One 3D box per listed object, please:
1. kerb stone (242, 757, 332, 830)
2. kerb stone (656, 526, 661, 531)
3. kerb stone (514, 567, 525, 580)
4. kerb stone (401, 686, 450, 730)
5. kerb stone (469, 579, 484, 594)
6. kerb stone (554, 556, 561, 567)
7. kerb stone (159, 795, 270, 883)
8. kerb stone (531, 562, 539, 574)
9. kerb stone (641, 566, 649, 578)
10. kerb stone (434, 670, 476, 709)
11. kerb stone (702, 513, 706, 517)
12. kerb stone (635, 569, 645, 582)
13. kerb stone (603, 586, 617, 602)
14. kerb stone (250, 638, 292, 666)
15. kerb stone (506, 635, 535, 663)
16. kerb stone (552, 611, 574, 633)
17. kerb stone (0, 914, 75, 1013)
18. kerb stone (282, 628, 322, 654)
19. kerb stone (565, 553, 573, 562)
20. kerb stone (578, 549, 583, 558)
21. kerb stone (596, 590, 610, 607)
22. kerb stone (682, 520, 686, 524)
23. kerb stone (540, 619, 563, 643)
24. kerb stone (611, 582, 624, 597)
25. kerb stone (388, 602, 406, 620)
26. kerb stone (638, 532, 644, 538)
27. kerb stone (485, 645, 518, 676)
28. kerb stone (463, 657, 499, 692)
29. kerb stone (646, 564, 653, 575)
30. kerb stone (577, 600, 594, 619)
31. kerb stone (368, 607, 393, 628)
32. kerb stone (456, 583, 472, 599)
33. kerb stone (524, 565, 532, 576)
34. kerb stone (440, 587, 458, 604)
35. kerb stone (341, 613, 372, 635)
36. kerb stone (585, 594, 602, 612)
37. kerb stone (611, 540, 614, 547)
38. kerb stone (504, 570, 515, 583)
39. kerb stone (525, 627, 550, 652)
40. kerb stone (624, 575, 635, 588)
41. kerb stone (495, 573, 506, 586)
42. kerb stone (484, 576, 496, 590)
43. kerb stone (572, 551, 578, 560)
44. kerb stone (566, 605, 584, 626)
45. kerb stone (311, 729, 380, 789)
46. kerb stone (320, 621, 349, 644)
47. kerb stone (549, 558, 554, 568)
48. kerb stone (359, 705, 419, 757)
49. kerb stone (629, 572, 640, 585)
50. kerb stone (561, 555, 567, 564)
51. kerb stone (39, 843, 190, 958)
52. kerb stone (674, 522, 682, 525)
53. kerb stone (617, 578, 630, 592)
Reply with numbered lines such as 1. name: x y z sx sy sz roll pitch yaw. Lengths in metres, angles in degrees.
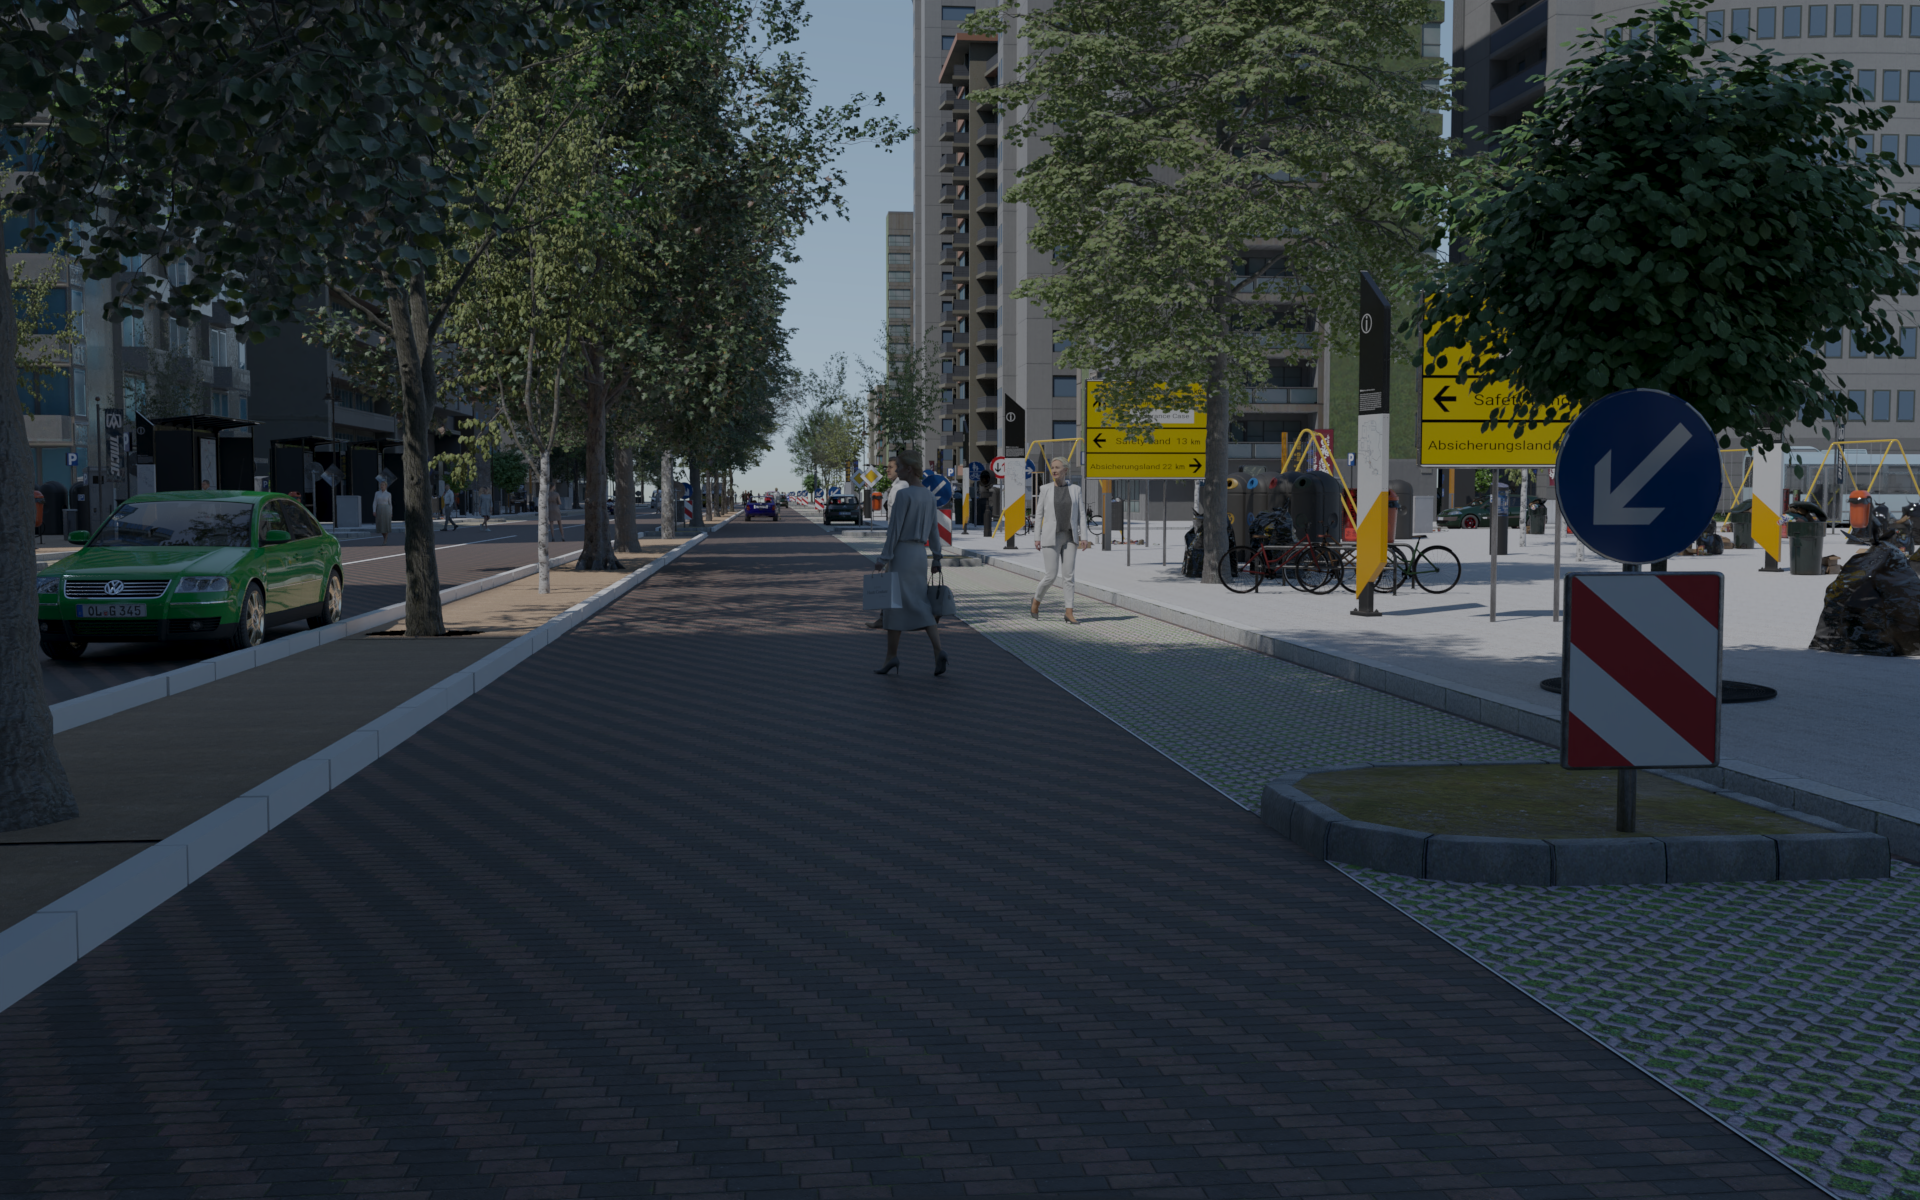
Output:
1. kerb stone: -3.054 0.877 7.862 0.120 0.150 1.000 0 4 -6
2. kerb stone: -11.783 -2.815 68.270 0.120 0.150 1.000 0 4 -6
3. kerb stone: -7.468 -0.417 29.012 0.120 0.150 1.000 0 4 -6
4. kerb stone: -3.388 0.690 10.913 0.120 0.150 1.000 0 4 -6
5. kerb stone: -7.037 -0.167 24.921 0.120 0.150 1.000 0 4 -6
6. kerb stone: -8.030 -0.729 34.115 0.120 0.150 1.000 0 4 -6
7. kerb stone: -2.944 0.942 6.842 0.120 0.150 1.000 0 4 -6
8. kerb stone: -7.705 -0.542 31.053 0.120 0.150 1.000 0 4 -6
9. kerb stone: -5.389 -0.431 29.241 0.120 0.150 1.000 0 4 -6
10. kerb stone: -3.501 0.628 11.929 0.120 0.150 1.000 0 4 -6
11. kerb stone: -16.900 -5.685 115.147 0.120 0.150 1.000 0 4 -6
12. kerb stone: -5.269 -0.368 28.214 0.120 0.150 1.000 0 4 -6
13. kerb stone: -4.721 -0.057 23.127 0.120 0.150 1.000 0 4 -6
14. kerb stone: -5.912 0.458 14.749 0.120 0.150 1.000 0 4 -6
15. kerb stone: -3.833 0.441 14.984 0.120 0.150 1.000 0 4 -6
16. kerb stone: -4.168 0.254 18.039 0.120 0.150 1.000 0 4 -6
17. kerb stone: -2.715 1.063 4.808 0.120 0.150 1.000 0 4 -6
18. kerb stone: -6.030 0.393 15.774 0.120 0.150 1.000 0 4 -6
19. kerb stone: -8.252 -0.852 36.164 0.120 0.150 1.000 0 4 -6
20. kerb stone: -8.480 -0.979 38.196 0.120 0.150 1.000 0 4 -6
21. kerb stone: -4.605 0.005 22.112 0.120 0.150 1.000 0 4 -6
22. kerb stone: -13.438 -3.753 83.553 0.120 0.150 1.000 0 4 -6
23. kerb stone: -4.046 0.320 17.024 0.120 0.150 1.000 0 4 -6
24. kerb stone: -4.828 -0.115 24.149 0.120 0.150 1.000 0 4 -6
25. kerb stone: -6.479 0.145 19.839 0.120 0.150 1.000 0 4 -6
26. kerb stone: -10.604 -2.162 57.551 0.120 0.150 1.000 0 4 -6
27. kerb stone: -3.718 0.503 13.965 0.120 0.150 1.000 0 4 -6
28. kerb stone: -3.604 0.566 12.950 0.120 0.150 1.000 0 4 -6
29. kerb stone: -5.503 -0.484 30.263 0.120 0.150 1.000 0 4 -6
30. kerb stone: -4.384 0.130 20.072 0.120 0.150 1.000 0 4 -6
31. kerb stone: -6.362 0.206 18.823 0.120 0.150 1.000 0 4 -6
32. kerb stone: -6.922 -0.104 23.905 0.120 0.150 1.000 0 4 -6
33. kerb stone: -7.590 -0.480 30.037 0.120 0.150 1.000 0 4 -6
34. kerb stone: -6.816 -0.042 22.888 0.120 0.150 1.000 0 4 -6
35. kerb stone: -6.247 0.268 17.807 0.120 0.150 1.000 0 4 -6
36. kerb stone: -4.498 0.068 21.089 0.120 0.150 1.000 0 4 -6
37. kerb stone: -9.594 -1.595 48.388 0.120 0.150 1.000 0 4 -6
38. kerb stone: -7.363 -0.354 27.986 0.120 0.150 1.000 0 4 -6
39. kerb stone: -3.939 0.382 16.001 0.120 0.150 1.000 0 4 -6
40. kerb stone: -5.051 -0.242 26.181 0.120 0.150 1.000 0 4 -6
41. kerb stone: -7.245 -0.289 26.970 0.120 0.150 1.000 0 4 -6
42. kerb stone: -7.137 -0.229 25.947 0.120 0.150 1.000 0 4 -6
43. kerb stone: -8.367 -0.915 37.180 0.120 0.150 1.000 0 4 -6
44. kerb stone: -4.277 0.192 19.055 0.120 0.150 1.000 0 4 -6
45. kerb stone: -3.160 0.816 8.879 0.120 0.150 1.000 0 4 -6
46. kerb stone: -6.137 0.339 16.791 0.120 0.150 1.000 0 4 -6
47. kerb stone: -7.927 -0.665 33.098 0.120 0.150 1.000 0 4 -6
48. kerb stone: -3.271 0.752 9.897 0.120 0.150 1.000 0 4 -6
49. kerb stone: -5.167 -0.306 27.197 0.120 0.150 1.000 0 4 -6
50. kerb stone: -8.144 -0.786 35.142 0.120 0.150 1.000 0 4 -6
51. kerb stone: -2.831 1.001 5.826 0.120 0.150 1.000 0 4 -6
52. kerb stone: -13.114 -3.561 80.502 0.120 0.150 1.000 0 4 -6
53. kerb stone: -4.940 -0.182 25.165 0.120 0.150 1.000 0 4 -6
